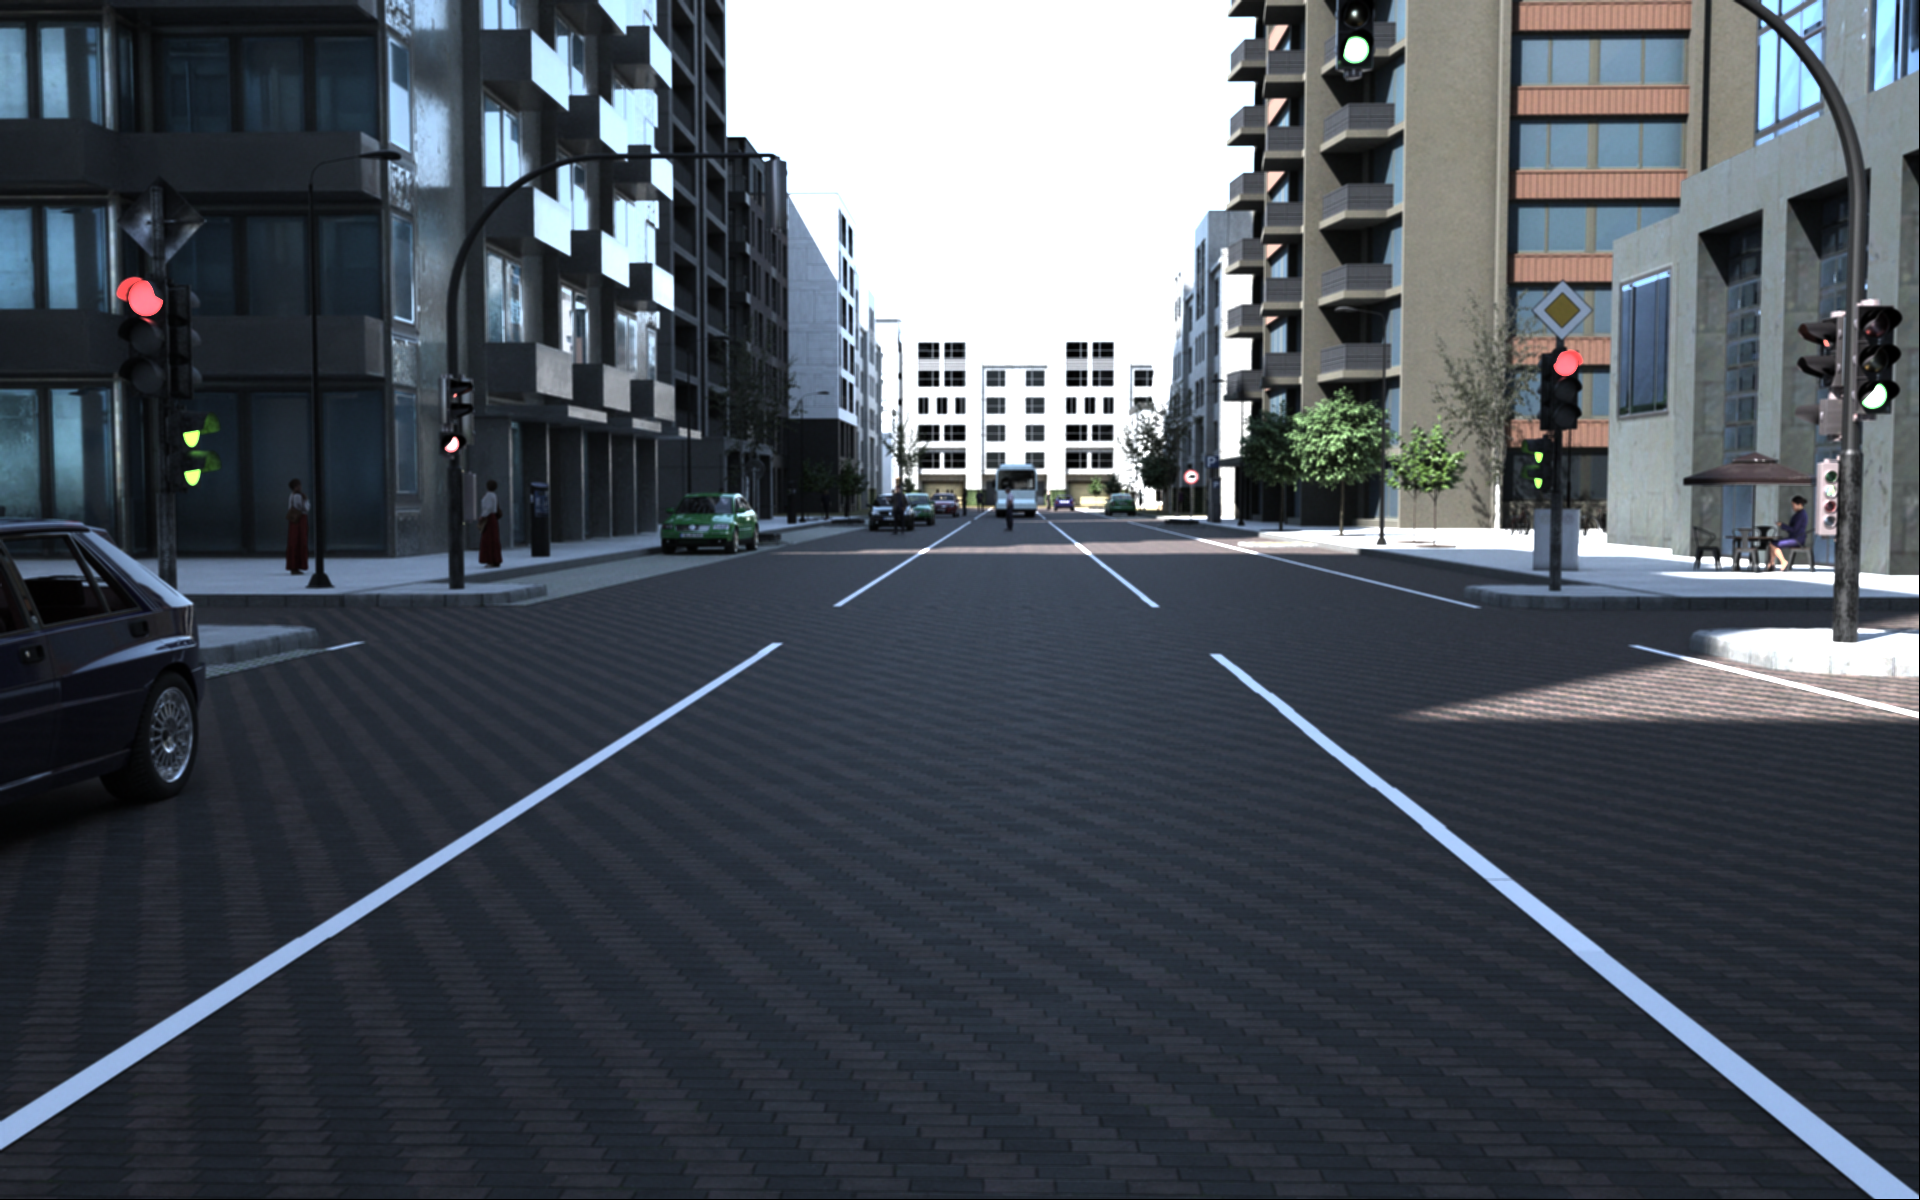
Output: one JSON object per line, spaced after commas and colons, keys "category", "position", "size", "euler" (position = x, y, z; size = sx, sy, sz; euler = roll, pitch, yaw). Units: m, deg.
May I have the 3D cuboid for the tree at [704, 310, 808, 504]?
{"category": "tree", "position": [-8.504, -7.332, 70.241], "size": [4.360, 8.622, 3.978], "euler": [0, 3, 0]}

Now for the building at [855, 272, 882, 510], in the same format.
{"category": "building", "position": [-16.212, -17.208, 147.805], "size": [16.747, 18.905, 31.486], "euler": [0, 4, 2]}

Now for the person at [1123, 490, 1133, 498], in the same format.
{"category": "person", "position": [14.146, -8.594, 147.281], "size": [1.217, 1.735, 0.721], "euler": [0, 4, -3]}

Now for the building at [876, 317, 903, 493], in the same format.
{"category": "building", "position": [-11.846, -20.537, 192.196], "size": [11.380, 20.091, 16.016], "euler": [0, 4, 2]}

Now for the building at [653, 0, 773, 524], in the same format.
{"category": "building", "position": [-19.885, -39.379, 82.091], "size": [20.563, 71.187, 20.611], "euler": [0, 4, 2]}

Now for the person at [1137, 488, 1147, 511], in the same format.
{"category": "person", "position": [14.062, -7.790, 134.194], "size": [0.721, 1.735, 1.217], "euler": [-2, 4, -28]}

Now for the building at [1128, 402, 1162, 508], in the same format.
{"category": "building", "position": [20.853, -13.225, 158.373], "size": [9.099, 9.664, 28.070], "euler": [0, 4, 2]}

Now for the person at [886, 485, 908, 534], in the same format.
{"category": "person", "position": [-2.260, -3.234, 61.900], "size": [0.617, 1.759, 0.750], "euler": [1, 4, 22]}

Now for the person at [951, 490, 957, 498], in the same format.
{"category": "person", "position": [-0.743, -9.004, 155.814], "size": [1.348, 1.812, 0.705], "euler": [-2, 4, -35]}

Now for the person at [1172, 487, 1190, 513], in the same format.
{"category": "person", "position": [14.963, -6.759, 117.238], "size": [1.217, 1.739, 0.721], "euler": [1, 4, 15]}

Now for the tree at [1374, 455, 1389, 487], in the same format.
{"category": "tree", "position": [11.973, -3.106, 45.388], "size": [1.663, 3.219, 1.824], "euler": [0, 3, 0]}

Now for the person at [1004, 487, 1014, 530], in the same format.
{"category": "person", "position": [1.901, -3.593, 68.178], "size": [0.436, 1.711, 0.756], "euler": [1, 4, 12]}

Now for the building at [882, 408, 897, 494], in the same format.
{"category": "building", "position": [-20.509, -13.932, 169.938], "size": [28.070, 9.664, 9.099], "euler": [0, 4, 2]}

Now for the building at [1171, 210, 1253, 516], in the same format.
{"category": "building", "position": [24.041, -15.274, 116.196], "size": [16.747, 18.905, 31.486], "euler": [0, 4, 2]}

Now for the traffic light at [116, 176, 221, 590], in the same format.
{"category": "traffic light", "position": [-7.041, -1.616, 15.341], "size": [0.839, 4.253, 0.868], "euler": [0, 4, 2]}

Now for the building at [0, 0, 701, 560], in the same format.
{"category": "building", "position": [-20.430, -26.090, 46.174], "size": [23.786, 49.044, 30.456], "euler": [0, 4, 2]}

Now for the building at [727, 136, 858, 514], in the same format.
{"category": "building", "position": [-22.241, -16.631, 115.887], "size": [27.936, 21.610, 32.646], "euler": [0, 4, 2]}

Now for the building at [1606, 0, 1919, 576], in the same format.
{"category": "building", "position": [30.263, -43.943, 31.143], "size": [31.000, 86.520, 22.319], "euler": [0, 4, 2]}

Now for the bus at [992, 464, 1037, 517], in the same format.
{"category": "bus", "position": [3.554, -7.183, 112.299], "size": [2.948, 3.499, 13.247], "euler": [0, 4, 1]}

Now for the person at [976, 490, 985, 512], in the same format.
{"category": "person", "position": [1.643, -7.908, 138.242], "size": [0.683, 1.767, 0.568], "euler": [-1, 4, -17]}

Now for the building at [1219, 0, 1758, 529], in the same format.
{"category": "building", "position": [23.478, -25.758, 75.776], "size": [22.147, 44.769, 28.867], "euler": [0, 4, 2]}

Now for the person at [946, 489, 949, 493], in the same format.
{"category": "person", "position": [-1.030, -8.238, 143.266], "size": [0.705, 1.814, 1.350], "euler": [-3, 4, -39]}

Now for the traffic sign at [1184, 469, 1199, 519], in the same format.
{"category": "traffic sign", "position": [11.943, -5.467, 89.487], "size": [0.768, 2.556, 0.104], "euler": [1, 4, 10]}

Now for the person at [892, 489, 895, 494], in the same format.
{"category": "person", "position": [-4.017, -5.876, 105.484], "size": [0.530, 1.710, 0.541], "euler": [0, 4, 8]}

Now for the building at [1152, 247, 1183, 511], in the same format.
{"category": "building", "position": [23.547, -17.218, 137.939], "size": [16.016, 20.091, 11.380], "euler": [0, 4, 2]}

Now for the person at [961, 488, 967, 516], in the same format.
{"category": "person", "position": [0.262, -6.483, 114.513], "size": [0.705, 1.822, 1.348], "euler": [-1, 4, -10]}

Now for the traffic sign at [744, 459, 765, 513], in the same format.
{"category": "traffic sign", "position": [-7.457, -3.837, 62.836], "size": [0.768, 2.556, 0.104], "euler": [1, 4, 11]}

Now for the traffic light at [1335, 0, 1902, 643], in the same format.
{"category": "traffic light", "position": [5.540, -2.456, 14.824], "size": [4.771, 5.953, 1.251], "euler": [0, 4, 2]}

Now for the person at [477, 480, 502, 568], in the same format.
{"category": "person", "position": [-8.211, -1.330, 30.260], "size": [0.387, 1.526, 0.523], "euler": [0, 4, 1]}

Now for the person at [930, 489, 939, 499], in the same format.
{"category": "person", "position": [-1.776, -7.808, 136.090], "size": [1.348, 1.831, 0.705], "euler": [-2, 4, -24]}

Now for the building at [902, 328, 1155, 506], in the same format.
{"category": "building", "position": [9.863, -19.956, 192.742], "size": [31.486, 18.905, 16.747], "euler": [0, 4, 2]}

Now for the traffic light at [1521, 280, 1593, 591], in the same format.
{"category": "traffic light", "position": [7.882, -2.077, 22.882], "size": [0.839, 4.253, 0.868], "euler": [0, 4, 2]}

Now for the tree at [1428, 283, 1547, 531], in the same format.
{"category": "tree", "position": [18.425, -6.700, 59.907], "size": [4.360, 8.622, 3.978], "euler": [0, 3, 0]}

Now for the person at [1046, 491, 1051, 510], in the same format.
{"category": "person", "position": [8.094, -9.139, 158.721], "size": [0.445, 1.727, 0.742], "euler": [0, 4, 5]}

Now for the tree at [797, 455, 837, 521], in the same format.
{"category": "tree", "position": [-7.269, -5.852, 90.283], "size": [1.663, 3.219, 1.824], "euler": [0, 3, 0]}

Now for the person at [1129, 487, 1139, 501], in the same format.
{"category": "person", "position": [15.091, -8.911, 151.370], "size": [1.348, 1.869, 0.705], "euler": [1, 4, 17]}

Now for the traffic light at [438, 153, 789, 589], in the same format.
{"category": "traffic light", "position": [-4.699, -2.974, 23.292], "size": [4.771, 5.953, 1.251], "euler": [0, 4, 2]}

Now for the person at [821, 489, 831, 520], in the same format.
{"category": "person", "position": [-6.671, -4.750, 86.247], "size": [0.480, 1.512, 0.613], "euler": [0, 4, -5]}

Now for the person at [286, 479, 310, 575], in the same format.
{"category": "person", "position": [-10.552, -1.167, 27.586], "size": [0.387, 1.526, 0.523], "euler": [-2, 4, -30]}
